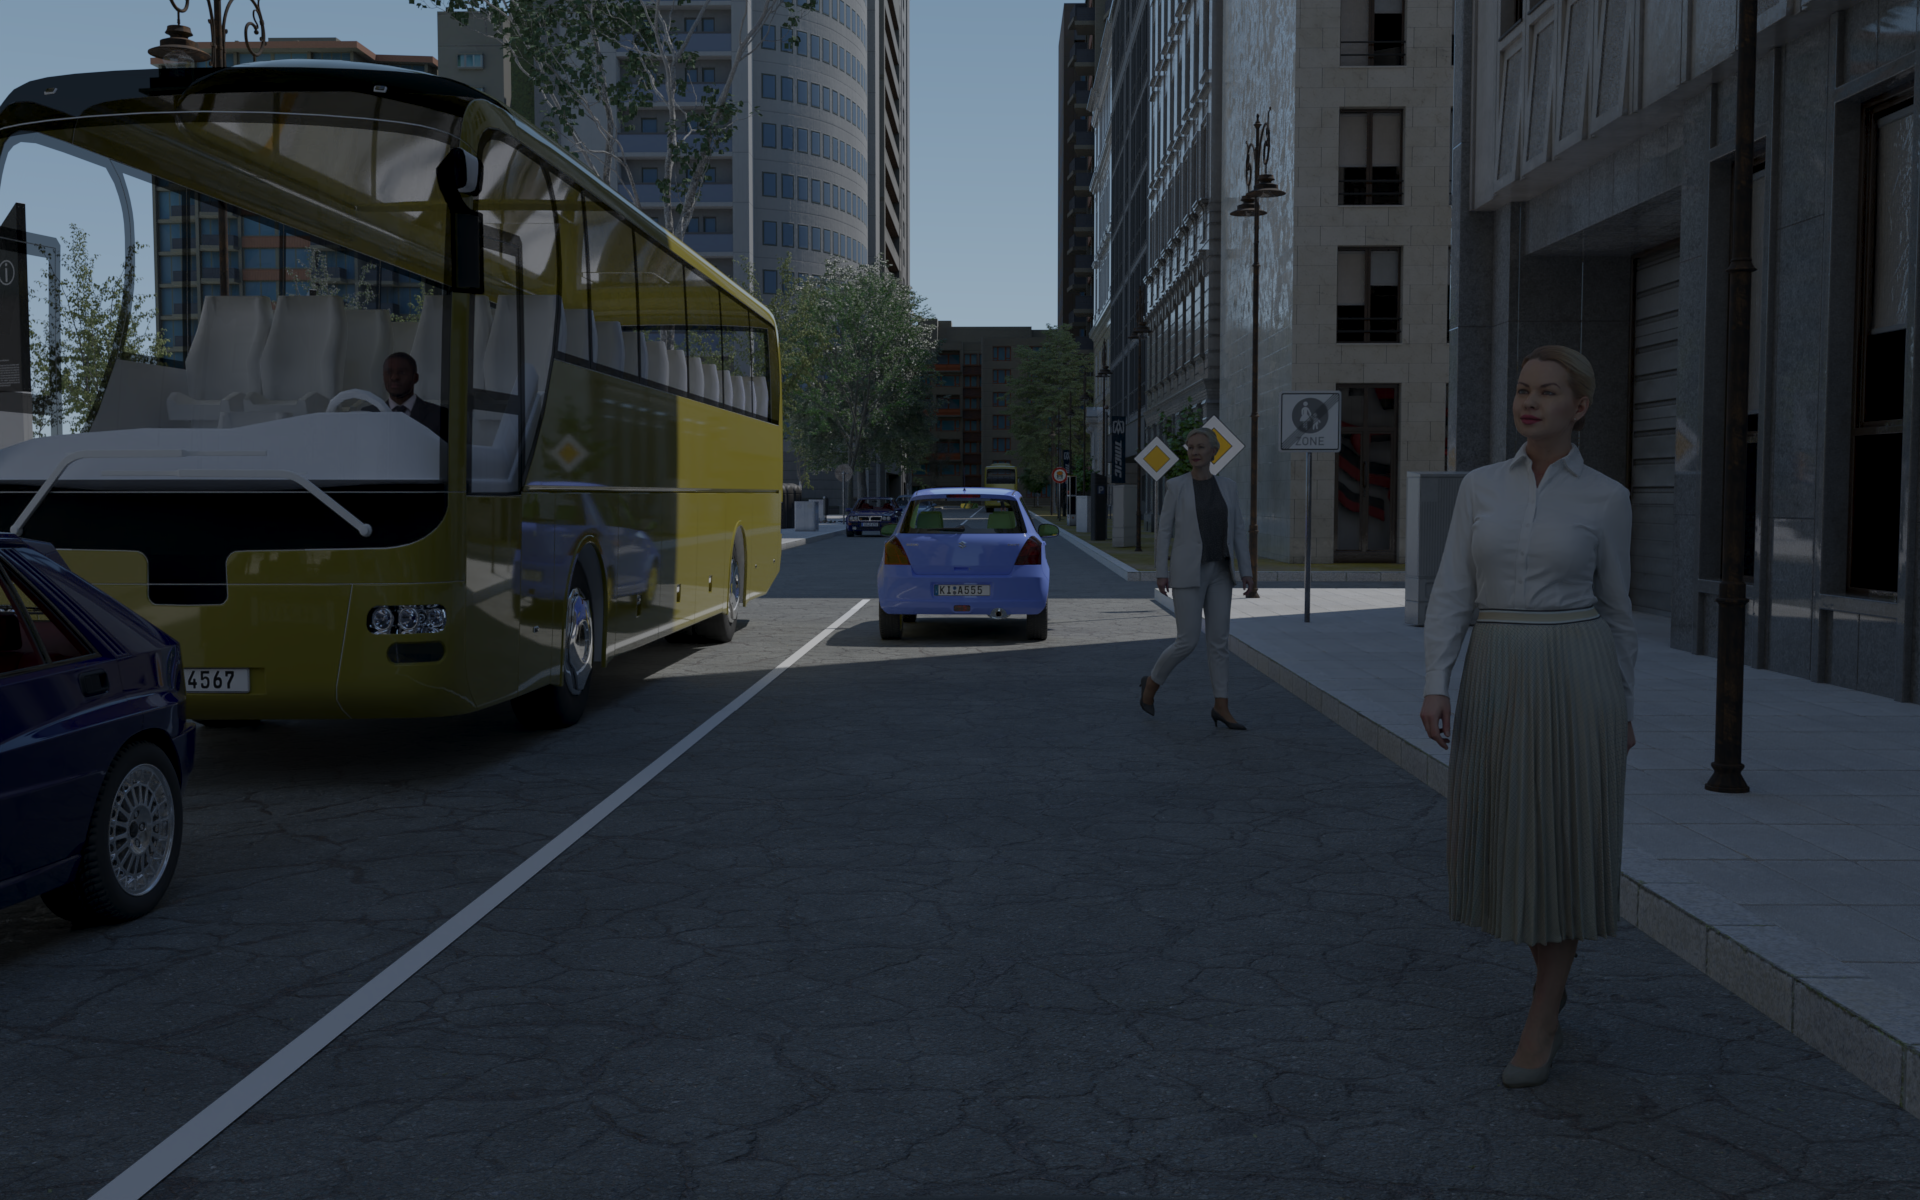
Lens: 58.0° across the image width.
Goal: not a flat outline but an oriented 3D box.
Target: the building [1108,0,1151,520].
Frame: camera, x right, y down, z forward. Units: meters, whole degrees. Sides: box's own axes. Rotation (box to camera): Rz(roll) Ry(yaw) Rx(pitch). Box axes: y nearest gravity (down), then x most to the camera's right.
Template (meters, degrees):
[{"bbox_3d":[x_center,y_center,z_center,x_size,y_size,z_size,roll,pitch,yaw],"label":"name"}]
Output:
[{"bbox_3d":[14.017,-17.066,72.532,14.314,27.812,24.014,0,4,1],"label":"building"}]

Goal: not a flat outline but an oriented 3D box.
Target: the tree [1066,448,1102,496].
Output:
[{"bbox_3d":[5.108,-4.806,73.187,1.663,3.219,1.824,0,3,0],"label":"tree"}]

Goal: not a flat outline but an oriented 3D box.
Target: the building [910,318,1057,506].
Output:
[{"bbox_3d":[-2.795,-22.007,204.856,28.899,21.520,27.650,0,4,1],"label":"building"}]

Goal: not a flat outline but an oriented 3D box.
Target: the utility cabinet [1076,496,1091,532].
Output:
[{"bbox_3d":[4.234,-2.883,58.303,0.306,1.237,1.020,-1,4,-17],"label":"utility cabinet"}]

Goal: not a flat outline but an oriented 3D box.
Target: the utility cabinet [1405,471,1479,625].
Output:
[{"bbox_3d":[4.951,-0.500,16.849,1.173,1.500,0.318,-1,4,-11],"label":"utility cabinet"}]

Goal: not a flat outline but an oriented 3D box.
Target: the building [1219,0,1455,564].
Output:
[{"bbox_3d":[14.584,-11.098,36.208,16.860,20.320,10.420,0,4,1],"label":"building"}]

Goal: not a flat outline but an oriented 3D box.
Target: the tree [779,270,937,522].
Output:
[{"bbox_3d":[-4.877,-9.395,79.356,9.928,11.665,9.643,0,3,0],"label":"tree"}]

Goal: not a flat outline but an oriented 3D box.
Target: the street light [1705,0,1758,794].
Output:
[{"bbox_3d":[3.325,-2.112,7.327,0.468,5.910,1.993,0,4,1],"label":"street light"}]

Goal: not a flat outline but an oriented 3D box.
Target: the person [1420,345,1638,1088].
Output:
[{"bbox_3d":[1.475,0.265,4.399,0.478,1.798,0.641,3,4,39],"label":"person"}]

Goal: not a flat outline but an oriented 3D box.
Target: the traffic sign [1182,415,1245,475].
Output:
[{"bbox_3d":[3.210,-1.121,21.969,0.795,2.450,0.064,0,4,1],"label":"traffic sign"}]

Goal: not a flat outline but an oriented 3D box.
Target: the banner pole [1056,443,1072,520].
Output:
[{"bbox_3d":[5.178,-5.859,85.809,0.863,3.779,0.401,-1,4,-23],"label":"banner pole"}]

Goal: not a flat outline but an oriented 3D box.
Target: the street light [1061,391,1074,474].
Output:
[{"bbox_3d":[4.941,-6.411,77.606,0.468,5.910,1.993,0,4,1],"label":"street light"}]

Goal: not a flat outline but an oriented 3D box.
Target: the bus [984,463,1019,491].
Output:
[{"bbox_3d":[3.294,-8.952,137.913,2.896,3.916,12.252,0,4,2],"label":"bus"}]

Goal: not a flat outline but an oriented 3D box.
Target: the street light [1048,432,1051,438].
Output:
[{"bbox_3d":[5.540,-8.048,104.375,0.468,5.910,1.993,0,4,1],"label":"street light"}]

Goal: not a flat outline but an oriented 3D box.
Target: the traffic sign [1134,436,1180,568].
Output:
[{"bbox_3d":[3.392,-1.609,29.952,0.795,2.450,0.064,0,4,1],"label":"traffic sign"}]

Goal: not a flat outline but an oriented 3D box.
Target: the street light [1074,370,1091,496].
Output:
[{"bbox_3d":[4.645,-5.617,64.625,0.468,5.910,1.993,0,4,1],"label":"street light"}]

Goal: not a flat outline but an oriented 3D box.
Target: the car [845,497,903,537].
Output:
[{"bbox_3d":[-2.882,-2.842,59.044,1.945,1.354,3.894,0,4,3],"label":"car"}]

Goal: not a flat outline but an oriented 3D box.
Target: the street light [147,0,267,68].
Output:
[{"bbox_3d":[-6.262,-2.567,14.755,0.468,5.910,1.993,0,4,1],"label":"street light"}]

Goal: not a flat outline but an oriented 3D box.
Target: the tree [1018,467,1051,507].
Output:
[{"bbox_3d":[7.510,-11.738,175.635,4.285,4.588,4.351,0,3,0],"label":"tree"}]

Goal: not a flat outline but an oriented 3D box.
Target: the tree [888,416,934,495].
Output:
[{"bbox_3d":[-3.914,-11.021,130.555,4.737,8.622,4.395,0,3,0],"label":"tree"}]

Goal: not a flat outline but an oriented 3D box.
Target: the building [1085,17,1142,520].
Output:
[{"bbox_3d":[14.048,-18.889,94.744,13.634,28.700,20.117,0,4,1],"label":"building"}]

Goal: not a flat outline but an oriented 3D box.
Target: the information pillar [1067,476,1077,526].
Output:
[{"bbox_3d":[4.487,-3.977,69.518,0.304,2.012,0.304,-1,4,-18],"label":"information pillar"}]

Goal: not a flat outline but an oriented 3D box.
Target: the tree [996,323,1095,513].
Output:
[{"bbox_3d":[6.276,-12.032,114.842,7.486,12.596,7.792,0,3,0],"label":"tree"}]

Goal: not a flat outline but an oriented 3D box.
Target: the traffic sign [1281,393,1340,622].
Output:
[{"bbox_3d":[3.470,-0.925,17.250,0.606,2.300,0.079,0,4,3],"label":"traffic sign"}]

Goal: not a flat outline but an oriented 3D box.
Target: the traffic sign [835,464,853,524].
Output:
[{"bbox_3d":[-4.908,-4.465,73.109,0.768,2.556,0.104,0,4,4],"label":"traffic sign"}]

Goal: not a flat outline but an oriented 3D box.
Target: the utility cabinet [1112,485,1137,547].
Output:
[{"bbox_3d":[4.006,-2.026,41.805,0.318,1.500,1.173,2,4,25],"label":"utility cabinet"}]

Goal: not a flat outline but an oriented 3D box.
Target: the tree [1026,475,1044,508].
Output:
[{"bbox_3d":[7.239,-10.178,161.012,1.663,3.219,1.824,0,3,0],"label":"tree"}]

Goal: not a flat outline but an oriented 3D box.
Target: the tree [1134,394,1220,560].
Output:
[{"bbox_3d":[4.509,-2.393,33.725,1.663,3.219,1.824,0,3,0],"label":"tree"}]

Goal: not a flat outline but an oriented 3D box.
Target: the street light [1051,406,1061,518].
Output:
[{"bbox_3d":[5.180,-7.224,90.893,0.468,5.910,1.993,0,4,1],"label":"street light"}]

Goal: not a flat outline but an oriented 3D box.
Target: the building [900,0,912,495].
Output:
[{"bbox_3d":[-15.590,-44.664,168.510,20.611,71.187,20.563,0,4,1],"label":"building"}]

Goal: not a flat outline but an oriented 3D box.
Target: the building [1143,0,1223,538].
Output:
[{"bbox_3d":[10.930,-12.352,51.107,9.793,20.994,18.267,0,4,1],"label":"building"}]

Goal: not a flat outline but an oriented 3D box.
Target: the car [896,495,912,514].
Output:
[{"bbox_3d":[-1.920,-3.607,70.969,2.014,1.417,4.499,0,4,2],"label":"car"}]

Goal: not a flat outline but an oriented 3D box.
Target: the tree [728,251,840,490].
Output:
[{"bbox_3d":[-5.802,-6.209,51.881,4.737,8.622,4.395,0,3,0],"label":"tree"}]

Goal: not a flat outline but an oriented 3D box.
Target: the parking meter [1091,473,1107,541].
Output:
[{"bbox_3d":[3.824,-2.569,47.713,0.399,1.863,0.255,-2,4,-28],"label":"parking meter"}]

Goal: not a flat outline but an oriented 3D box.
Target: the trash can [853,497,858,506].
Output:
[{"bbox_3d":[-5.835,-5.234,97.230,0.748,1.137,0.748,0,3,0],"label":"trash can"}]

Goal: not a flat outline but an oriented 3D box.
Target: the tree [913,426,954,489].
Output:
[{"bbox_3d":[-2.636,-13.915,177.869,4.360,8.622,3.978,0,3,0],"label":"tree"}]

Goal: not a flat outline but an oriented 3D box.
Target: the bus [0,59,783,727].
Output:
[{"bbox_3d":[-3.455,-1.367,13.899,2.896,3.916,12.252,0,4,2],"label":"bus"}]

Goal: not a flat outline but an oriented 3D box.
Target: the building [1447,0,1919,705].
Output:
[{"bbox_3d":[11.449,-11.708,9.452,12.078,24.808,19.932,0,4,1],"label":"building"}]

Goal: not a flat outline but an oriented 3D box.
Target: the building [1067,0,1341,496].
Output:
[{"bbox_3d":[19.667,-29.386,135.081,22.147,44.769,28.867,0,4,1],"label":"building"}]

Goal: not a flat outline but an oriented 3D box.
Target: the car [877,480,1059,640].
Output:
[{"bbox_3d":[0.087,-0.535,18.331,1.945,1.707,3.694,0,4,2],"label":"car"}]

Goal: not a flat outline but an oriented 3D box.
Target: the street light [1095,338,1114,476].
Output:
[{"bbox_3d":[4.281,-4.817,51.552,0.468,5.910,1.993,0,4,1],"label":"street light"}]

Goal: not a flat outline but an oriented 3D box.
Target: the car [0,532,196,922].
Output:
[{"bbox_3d":[-3.641,0.490,4.569,1.945,1.354,3.894,0,4,2],"label":"car"}]

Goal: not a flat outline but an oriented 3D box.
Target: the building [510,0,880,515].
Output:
[{"bbox_3d":[-16.983,-35.270,118.668,21.231,58.520,28.212,0,4,1],"label":"building"}]

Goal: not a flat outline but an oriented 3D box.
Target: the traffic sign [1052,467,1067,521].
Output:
[{"bbox_3d":[4.710,-4.994,81.756,0.768,2.556,0.104,0,4,5],"label":"traffic sign"}]

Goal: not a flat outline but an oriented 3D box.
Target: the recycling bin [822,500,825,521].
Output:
[{"bbox_3d":[-6.455,-4.033,78.494,0.722,1.027,0.722,0,4,1],"label":"recycling bin"}]

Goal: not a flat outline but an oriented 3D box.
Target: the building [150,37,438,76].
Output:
[{"bbox_3d":[-61.943,-31.477,169.272,28.867,44.769,22.147,0,4,1],"label":"building"}]

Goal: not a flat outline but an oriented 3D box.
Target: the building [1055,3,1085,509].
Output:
[{"bbox_3d":[15.970,-30.981,156.647,14.600,45.320,14.200,0,4,1],"label":"building"}]

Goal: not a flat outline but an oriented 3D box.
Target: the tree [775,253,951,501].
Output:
[{"bbox_3d":[-5.227,-11.235,90.351,9.857,13.997,8.962,0,3,0],"label":"tree"}]

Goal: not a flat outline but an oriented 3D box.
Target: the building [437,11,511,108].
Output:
[{"bbox_3d":[-36.718,-33.320,168.486,21.600,48.544,21.300,0,4,1],"label":"building"}]

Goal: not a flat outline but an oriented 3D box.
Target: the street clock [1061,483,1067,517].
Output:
[{"bbox_3d":[5.934,-5.739,98.403,0.358,2.002,0.471,-1,4,-14],"label":"street clock"}]

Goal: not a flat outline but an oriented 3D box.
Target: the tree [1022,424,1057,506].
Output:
[{"bbox_3d":[8.359,-14.217,182.810,4.737,8.622,4.395,0,3,0],"label":"tree"}]

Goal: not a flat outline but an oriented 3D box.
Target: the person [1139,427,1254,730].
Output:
[{"bbox_3d":[1.458,-0.145,10.754,0.514,1.842,0.818,-3,4,-37],"label":"person"}]

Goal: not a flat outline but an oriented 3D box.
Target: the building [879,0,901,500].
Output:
[{"bbox_3d":[-16.207,-31.812,143.821,21.300,48.544,21.600,0,4,1],"label":"building"}]

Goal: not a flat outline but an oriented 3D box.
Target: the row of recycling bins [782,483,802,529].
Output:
[{"bbox_3d":[-6.611,-3.547,65.103,1.069,1.692,3.534,0,4,7],"label":"row of recycling bins"}]

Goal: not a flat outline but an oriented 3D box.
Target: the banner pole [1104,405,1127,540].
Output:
[{"bbox_3d":[4.327,-3.597,48.836,0.863,3.779,0.401,-2,4,-24],"label":"banner pole"}]

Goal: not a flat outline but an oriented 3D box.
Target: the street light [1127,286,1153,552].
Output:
[{"bbox_3d":[3.993,-4.023,38.570,0.468,5.910,1.993,0,4,1],"label":"street light"}]

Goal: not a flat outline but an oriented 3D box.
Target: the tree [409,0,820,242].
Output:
[{"bbox_3d":[-8.025,-11.214,39.245,12.611,20.169,13.585,0,3,0],"label":"tree"}]

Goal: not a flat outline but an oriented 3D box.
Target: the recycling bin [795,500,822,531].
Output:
[{"bbox_3d":[-5.284,-2.885,59.732,0.722,1.027,0.722,0,4,6],"label":"recycling bin"}]

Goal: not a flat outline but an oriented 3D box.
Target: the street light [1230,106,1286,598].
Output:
[{"bbox_3d":[3.618,-2.962,21.221,0.468,5.910,1.993,0,4,1],"label":"street light"}]

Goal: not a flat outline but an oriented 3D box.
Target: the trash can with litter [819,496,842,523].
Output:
[{"bbox_3d":[-6.057,-4.021,76.803,1.678,1.210,2.233,0,4,-4],"label":"trash can with litter"}]
